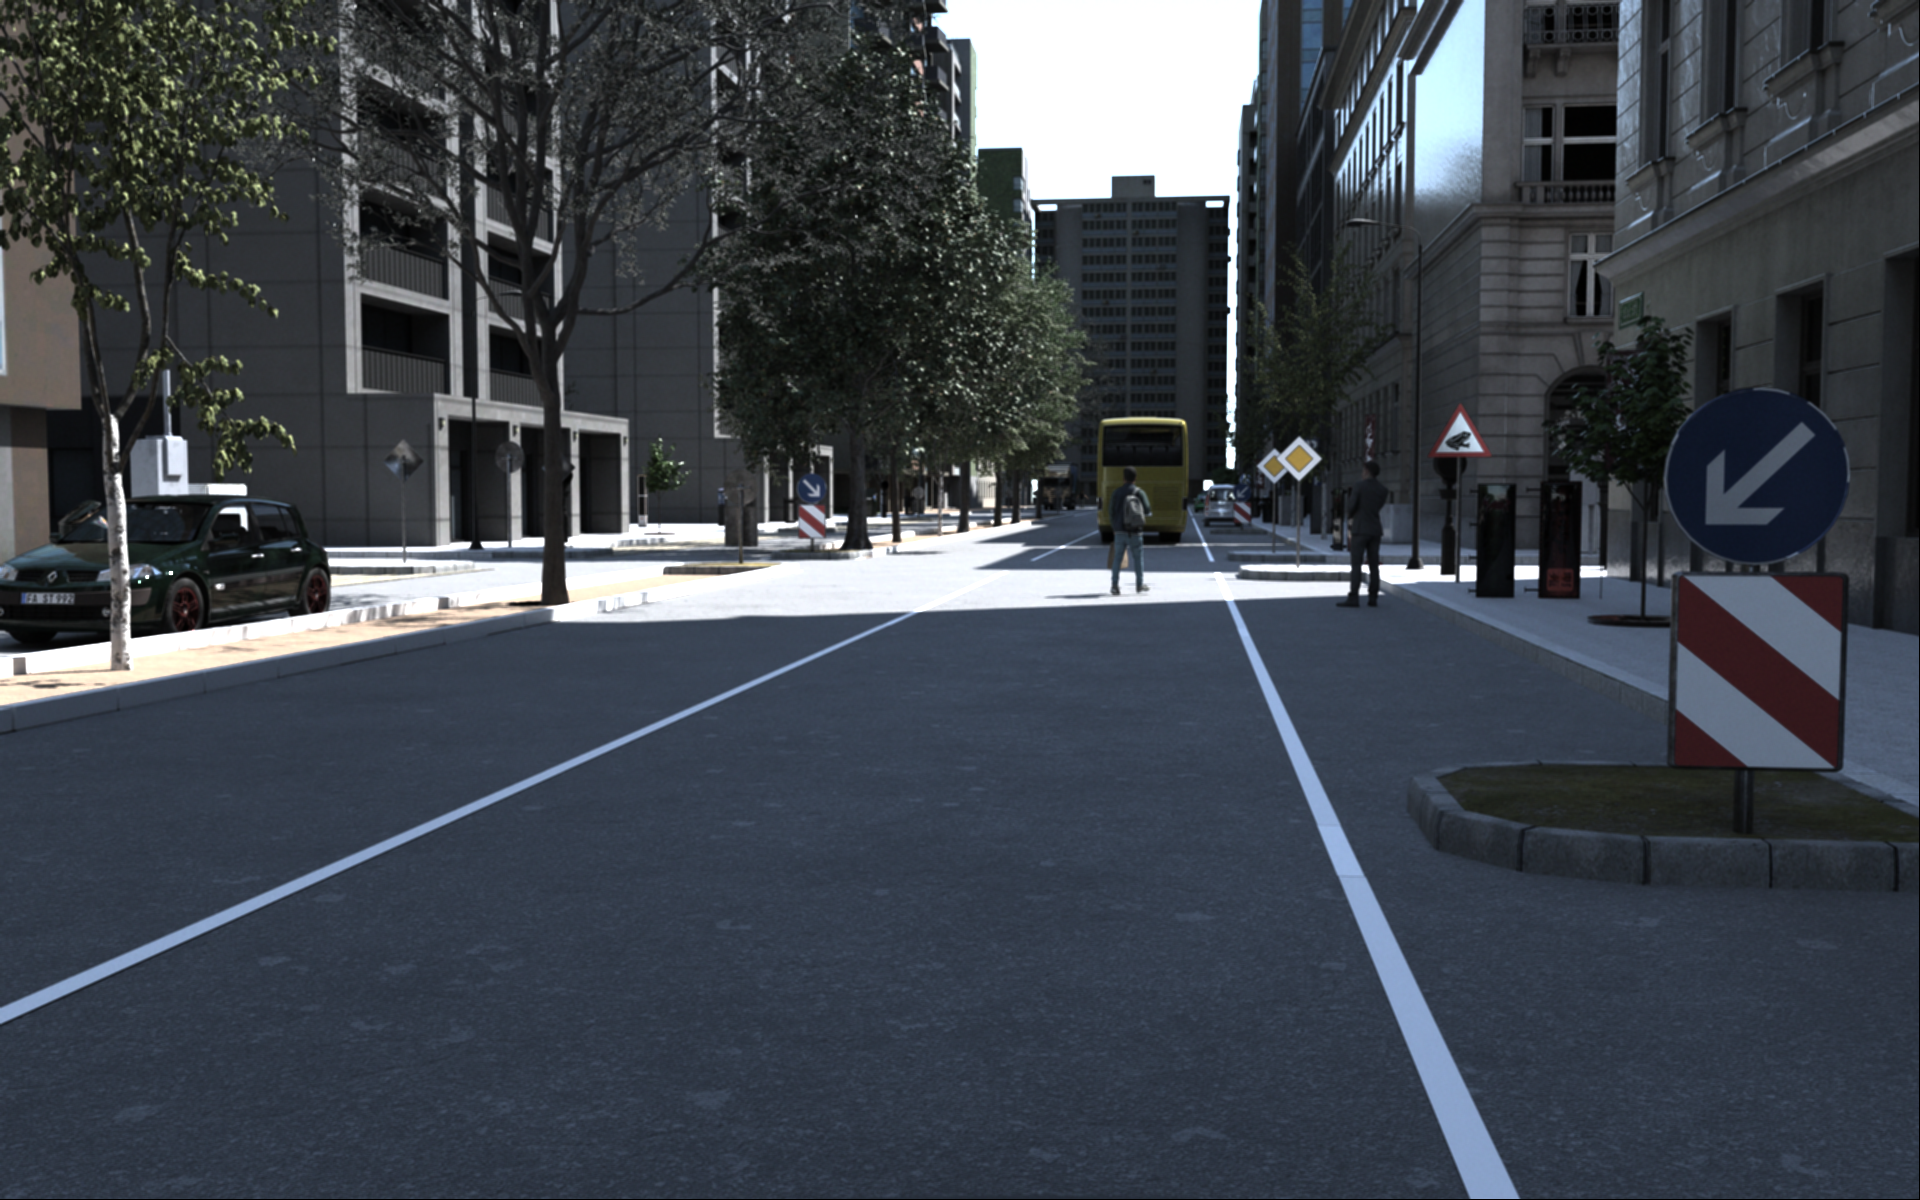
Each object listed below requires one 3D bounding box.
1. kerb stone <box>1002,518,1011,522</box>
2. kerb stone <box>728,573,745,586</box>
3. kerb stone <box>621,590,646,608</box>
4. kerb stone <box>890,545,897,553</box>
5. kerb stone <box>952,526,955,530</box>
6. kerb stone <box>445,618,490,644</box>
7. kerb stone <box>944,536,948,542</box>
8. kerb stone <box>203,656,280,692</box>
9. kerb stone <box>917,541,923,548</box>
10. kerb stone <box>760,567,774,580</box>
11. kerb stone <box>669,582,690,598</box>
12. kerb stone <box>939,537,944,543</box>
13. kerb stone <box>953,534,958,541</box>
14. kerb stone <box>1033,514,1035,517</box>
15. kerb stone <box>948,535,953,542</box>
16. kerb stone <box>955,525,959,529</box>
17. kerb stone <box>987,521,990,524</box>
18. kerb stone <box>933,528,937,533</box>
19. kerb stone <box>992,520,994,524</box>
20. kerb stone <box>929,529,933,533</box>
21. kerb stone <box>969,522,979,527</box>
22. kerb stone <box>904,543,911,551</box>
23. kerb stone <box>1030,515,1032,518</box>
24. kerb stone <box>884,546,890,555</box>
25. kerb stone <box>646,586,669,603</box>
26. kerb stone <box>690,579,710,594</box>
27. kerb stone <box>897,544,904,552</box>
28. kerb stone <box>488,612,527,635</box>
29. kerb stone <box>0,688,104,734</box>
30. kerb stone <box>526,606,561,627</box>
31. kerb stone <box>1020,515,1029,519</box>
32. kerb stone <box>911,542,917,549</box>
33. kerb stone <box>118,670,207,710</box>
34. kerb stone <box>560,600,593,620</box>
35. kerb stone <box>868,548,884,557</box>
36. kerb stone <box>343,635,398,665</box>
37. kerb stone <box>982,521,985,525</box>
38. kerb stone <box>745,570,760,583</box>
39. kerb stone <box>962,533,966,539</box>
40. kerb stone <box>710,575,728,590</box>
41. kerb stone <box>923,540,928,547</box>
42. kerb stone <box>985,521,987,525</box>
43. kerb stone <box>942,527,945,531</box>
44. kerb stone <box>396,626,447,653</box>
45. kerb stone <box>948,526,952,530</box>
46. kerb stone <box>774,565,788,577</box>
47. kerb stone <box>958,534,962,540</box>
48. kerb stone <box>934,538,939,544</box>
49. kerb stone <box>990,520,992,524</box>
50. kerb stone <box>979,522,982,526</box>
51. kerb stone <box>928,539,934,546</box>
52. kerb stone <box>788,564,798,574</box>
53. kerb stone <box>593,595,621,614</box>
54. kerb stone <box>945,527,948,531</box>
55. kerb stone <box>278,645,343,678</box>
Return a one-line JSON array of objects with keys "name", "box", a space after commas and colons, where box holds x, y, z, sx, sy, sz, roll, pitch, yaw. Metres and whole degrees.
[{"name": "kerb stone", "box": [2.467, -4.214, 91.102, 0.120, 0.150, 1.000, 0, 4, 7]}, {"name": "kerb stone", "box": [-3.607, -0.309, 27.242, 0.120, 0.150, 1.000, 0, 4, 7]}, {"name": "kerb stone", "box": [-4.264, 0.005, 22.152, 0.120, 0.150, 1.000, 0, 4, 7]}, {"name": "kerb stone", "box": [-1.718, -1.212, 42.005, 0.120, 0.150, 1.000, 0, 4, 7]}, {"name": "kerb stone", "box": [-0.408, -2.838, 68.739, 0.120, 0.150, 1.000, 0, 4, 7]}, {"name": "kerb stone", "box": [-4.908, 0.315, 17.048, 0.120, 0.150, 1.000, 0, 4, 7]}, {"name": "kerb stone", "box": [-0.545, -1.772, 51.167, 0.120, 0.150, 1.000, 0, 4, 7]}, {"name": "kerb stone", "box": [-5.433, 0.563, 12.988, 0.120, 0.150, 1.000, 0, 4, 7]}, {"name": "kerb stone", "box": [-1.192, -1.452, 46.082, 0.120, 0.150, 1.000, 0, 4, 7]}, {"name": "kerb stone", "box": [-3.354, -0.429, 29.274, 0.120, 0.150, 1.000, 0, 4, 7]}, {"name": "kerb stone", "box": [-4.010, -0.122, 24.192, 0.120, 0.150, 1.000, 0, 4, 7]}, {"name": "kerb stone", "box": [-0.674, -1.707, 50.153, 0.120, 0.150, 1.000, 0, 4, 7]}, {"name": "kerb stone", "box": [-0.273, -1.898, 53.222, 0.120, 0.150, 1.000, 0, 4, 7]}, {"name": "kerb stone", "box": [4.288, -5.080, 105.316, 0.120, 0.150, 1.000, 0, 4, 7]}, {"name": "kerb stone", "box": [-0.414, -1.835, 52.194, 0.120, 0.150, 1.000, 0, 4, 7]}, {"name": "kerb stone", "box": [-0.275, -2.907, 69.756, 0.120, 0.150, 1.000, 0, 4, 7]}, {"name": "kerb stone", "box": [1.159, -3.593, 80.934, 0.120, 0.150, 1.000, 0, 4, 7]}, {"name": "kerb stone", "box": [-1.062, -2.530, 63.649, 0.120, 0.150, 1.000, 0, 4, 7]}, {"name": "kerb stone", "box": [1.411, -3.715, 82.967, 0.120, 0.150, 1.000, 0, 4, 7]}, {"name": "kerb stone", "box": [-1.192, -2.464, 62.621, 0.120, 0.150, 1.000, 0, 4, 7]}, {"name": "kerb stone", "box": [0.635, -3.344, 76.871, 0.120, 0.150, 1.000, 0, 4, 7]}, {"name": "kerb stone", "box": [-1.456, -1.335, 44.049, 0.120, 0.150, 1.000, 0, 4, 7]}, {"name": "kerb stone", "box": [4.026, -4.958, 103.279, 0.120, 0.150, 1.000, 0, 4, 7]}, {"name": "kerb stone", "box": [-1.851, -1.149, 40.989, 0.120, 0.150, 1.000, 0, 4, 7]}, {"name": "kerb stone", "box": [-4.135, -0.060, 23.171, 0.120, 0.150, 1.000, 0, 4, 7]}, {"name": "kerb stone", "box": [-3.870, -0.184, 25.206, 0.120, 0.150, 1.000, 0, 4, 7]}, {"name": "kerb stone", "box": [-1.588, -1.269, 43.033, 0.120, 0.150, 1.000, 0, 4, 7]}, {"name": "kerb stone", "box": [-4.793, 0.253, 18.072, 0.120, 0.150, 1.000, 0, 4, 7]}, {"name": "kerb stone", "box": [-5.695, 0.687, 10.961, 0.120, 0.150, 1.000, 0, 4, 7]}, {"name": "kerb stone", "box": [-4.659, 0.190, 19.092, 0.120, 0.150, 1.000, 0, 4, 7]}, {"name": "kerb stone", "box": [3.770, -4.835, 101.244, 0.120, 0.150, 1.000, 0, 4, 7]}, {"name": "kerb stone", "box": [-1.325, -1.399, 45.068, 0.120, 0.150, 1.000, 0, 4, 7]}, {"name": "kerb stone", "box": [-5.563, 0.625, 11.974, 0.120, 0.150, 1.000, 0, 4, 7]}, {"name": "kerb stone", "box": [-4.519, 0.128, 20.108, 0.120, 0.150, 1.000, 0, 4, 7]}, {"name": "kerb stone", "box": [-1.967, -1.087, 39.972, 0.120, 0.150, 1.000, 0, 4, 7]}, {"name": "kerb stone", "box": [-5.182, 0.443, 15.020, 0.120, 0.150, 1.000, 0, 4, 7]}, {"name": "kerb stone", "box": [0.898, -3.466, 78.899, 0.120, 0.150, 1.000, 0, 4, 7]}, {"name": "kerb stone", "box": [-3.485, -0.366, 28.257, 0.120, 0.150, 1.000, 0, 4, 7]}, {"name": "kerb stone", "box": [-0.011, -2.022, 55.252, 0.120, 0.150, 1.000, 0, 4, 7]}, {"name": "kerb stone", "box": [-3.738, -0.244, 26.224, 0.120, 0.150, 1.000, 0, 4, 7]}, {"name": "kerb stone", "box": [-1.061, -1.521, 47.095, 0.120, 0.150, 1.000, 0, 4, 7]}, {"name": "kerb stone", "box": [1.029, -3.526, 79.913, 0.120, 0.150, 1.000, 0, 4, 7]}, {"name": "kerb stone", "box": [-0.803, -2.660, 65.681, 0.120, 0.150, 1.000, 0, 4, 7]}, {"name": "kerb stone", "box": [-5.046, 0.377, 16.033, 0.120, 0.150, 1.000, 0, 4, 7]}, {"name": "kerb stone", "box": [-0.539, -2.784, 67.720, 0.120, 0.150, 1.000, 0, 4, 7]}, {"name": "kerb stone", "box": [-3.217, -0.495, 30.292, 0.120, 0.150, 1.000, 0, 4, 7]}, {"name": "kerb stone", "box": [-0.145, -1.960, 54.236, 0.120, 0.150, 1.000, 0, 4, 7]}, {"name": "kerb stone", "box": [-0.803, -1.648, 49.134, 0.120, 0.150, 1.000, 0, 4, 7]}, {"name": "kerb stone", "box": [1.291, -3.653, 81.948, 0.120, 0.150, 1.000, 0, 4, 7]}, {"name": "kerb stone", "box": [0.758, -3.405, 77.886, 0.120, 0.150, 1.000, 0, 4, 7]}, {"name": "kerb stone", "box": [-0.936, -1.585, 48.114, 0.120, 0.150, 1.000, 0, 4, 7]}, {"name": "kerb stone", "box": [-3.089, -0.557, 31.306, 0.120, 0.150, 1.000, 0, 4, 7]}, {"name": "kerb stone", "box": [-4.389, 0.065, 21.138, 0.120, 0.150, 1.000, 0, 4, 7]}, {"name": "kerb stone", "box": [-0.670, -2.720, 66.704, 0.120, 0.150, 1.000, 0, 4, 7]}, {"name": "kerb stone", "box": [-5.305, 0.501, 14.003, 0.120, 0.150, 1.000, 0, 4, 7]}]
